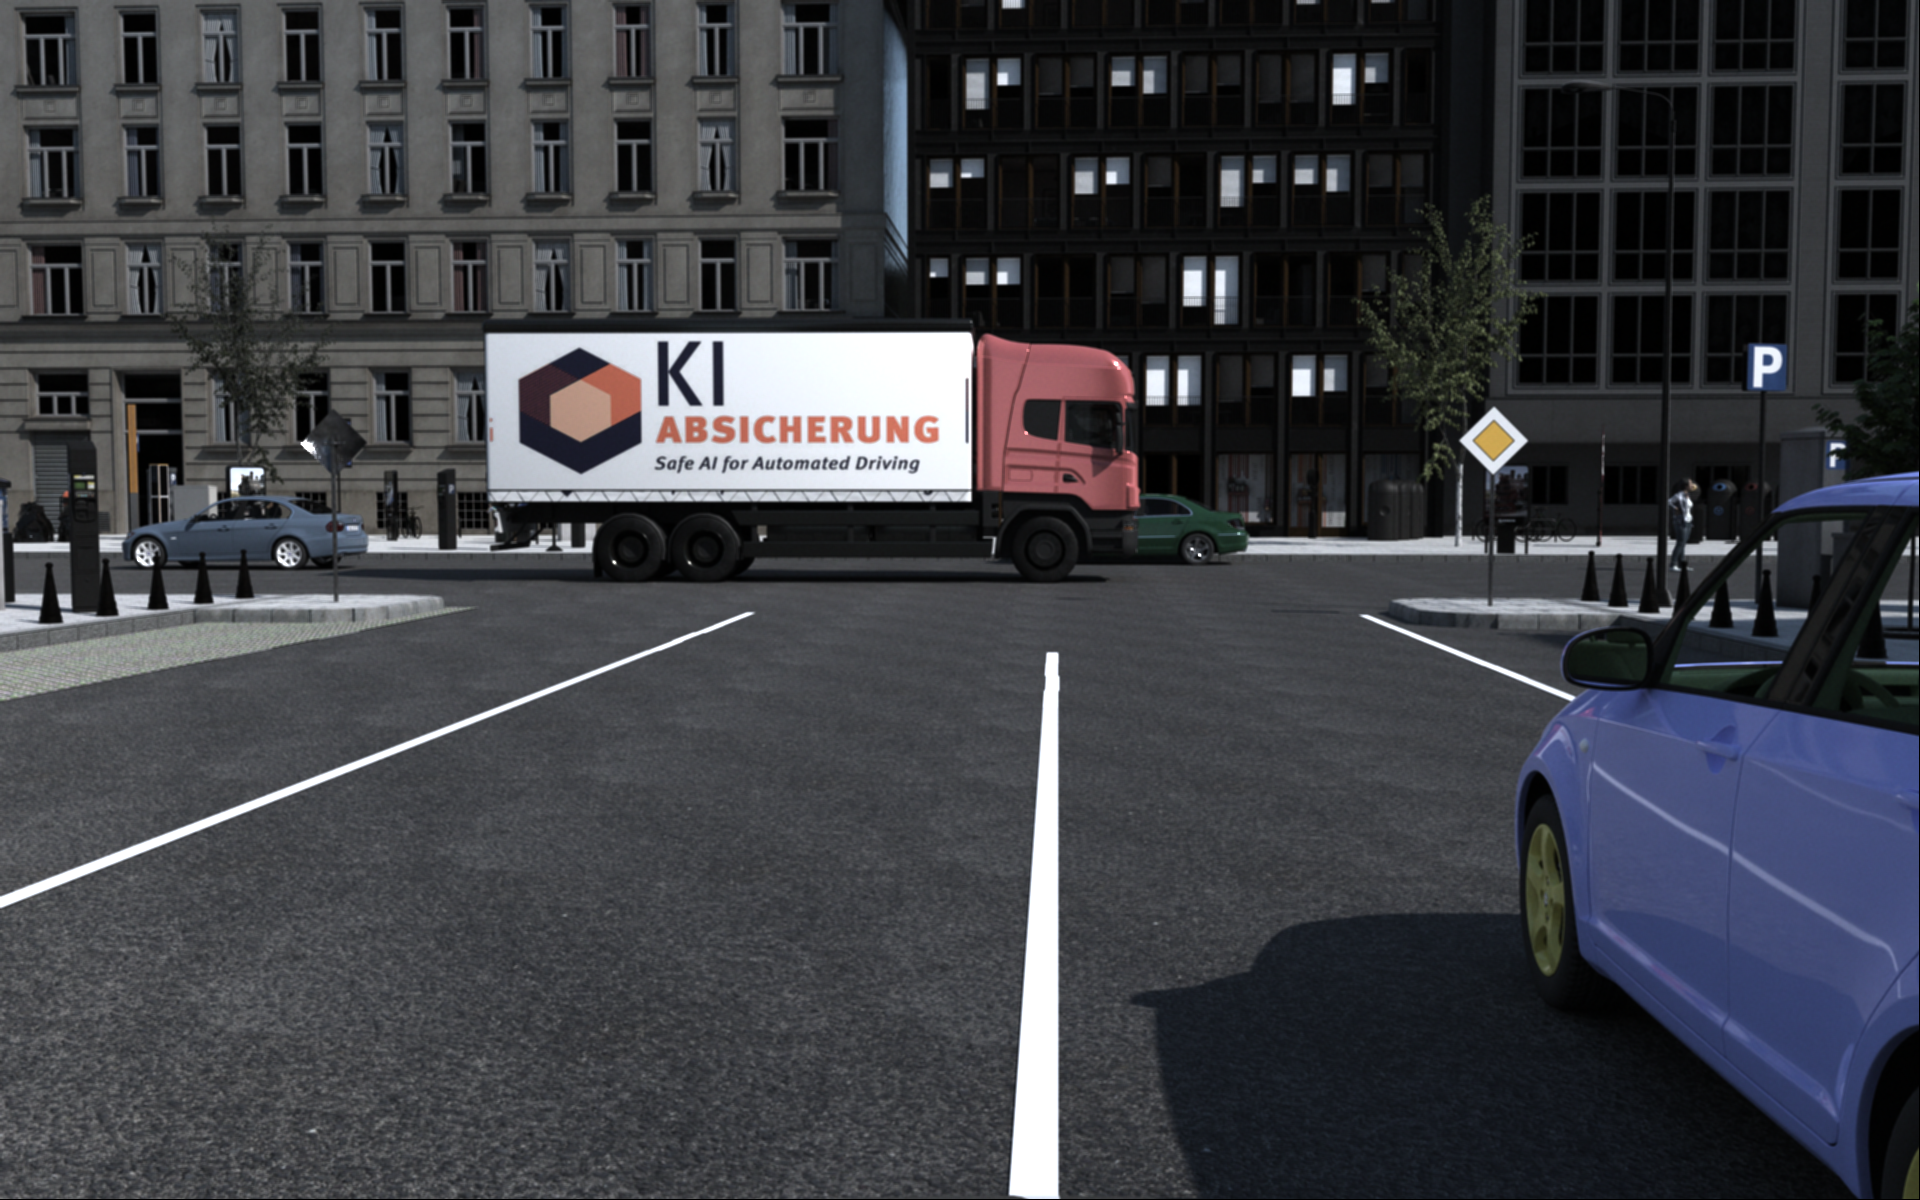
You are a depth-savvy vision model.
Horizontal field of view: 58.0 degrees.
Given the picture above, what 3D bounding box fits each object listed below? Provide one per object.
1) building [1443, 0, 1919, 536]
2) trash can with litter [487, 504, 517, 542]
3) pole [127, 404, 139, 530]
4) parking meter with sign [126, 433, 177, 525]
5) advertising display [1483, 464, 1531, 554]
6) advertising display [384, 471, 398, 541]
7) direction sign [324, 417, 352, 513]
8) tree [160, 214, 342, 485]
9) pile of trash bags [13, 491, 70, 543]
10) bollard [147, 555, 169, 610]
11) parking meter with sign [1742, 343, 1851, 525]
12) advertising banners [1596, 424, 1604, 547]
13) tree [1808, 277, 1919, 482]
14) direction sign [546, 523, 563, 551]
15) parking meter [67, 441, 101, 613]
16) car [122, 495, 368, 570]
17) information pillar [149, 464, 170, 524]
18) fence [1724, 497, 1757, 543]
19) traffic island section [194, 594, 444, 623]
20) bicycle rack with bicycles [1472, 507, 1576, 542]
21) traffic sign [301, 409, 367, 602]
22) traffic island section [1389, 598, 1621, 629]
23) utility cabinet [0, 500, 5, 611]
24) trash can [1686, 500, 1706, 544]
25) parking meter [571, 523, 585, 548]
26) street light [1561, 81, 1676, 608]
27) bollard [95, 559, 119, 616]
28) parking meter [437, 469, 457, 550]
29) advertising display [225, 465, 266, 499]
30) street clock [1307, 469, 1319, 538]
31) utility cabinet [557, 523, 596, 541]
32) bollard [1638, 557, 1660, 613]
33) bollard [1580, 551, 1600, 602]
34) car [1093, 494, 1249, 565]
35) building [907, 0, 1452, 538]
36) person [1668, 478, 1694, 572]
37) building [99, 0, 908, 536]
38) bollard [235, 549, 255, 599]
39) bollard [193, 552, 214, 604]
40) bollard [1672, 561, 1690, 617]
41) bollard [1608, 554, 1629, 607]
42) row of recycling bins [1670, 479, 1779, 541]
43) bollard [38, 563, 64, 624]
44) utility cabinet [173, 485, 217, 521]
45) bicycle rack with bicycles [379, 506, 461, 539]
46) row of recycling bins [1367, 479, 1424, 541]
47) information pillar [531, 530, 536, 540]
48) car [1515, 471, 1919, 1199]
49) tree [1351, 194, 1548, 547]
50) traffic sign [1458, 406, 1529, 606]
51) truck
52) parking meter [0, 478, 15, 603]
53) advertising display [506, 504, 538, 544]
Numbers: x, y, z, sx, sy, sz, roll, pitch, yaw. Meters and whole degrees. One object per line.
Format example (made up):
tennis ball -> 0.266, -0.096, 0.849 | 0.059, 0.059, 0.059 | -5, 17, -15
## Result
building -> 26.749, -16.108, 56.877 | 24.014, 27.812, 14.314 | 0, 4, 3
trash can with litter -> -12.051, -2.116, 45.978 | 0.624, 1.170, 1.055 | 1, 4, 12
pole -> -18.855, -2.794, 39.518 | 0.158, 3.312, 0.155 | 0, 3, 0
parking meter with sign -> -22.737, -3.247, 49.354 | 1.738, 3.016, 0.543 | 0, 4, 3
advertising display -> 11.734, -1.954, 37.165 | 0.974, 1.923, 0.123 | 2, 4, 31
advertising display -> -15.704, -2.607, 47.837 | 0.123, 1.923, 0.974 | -2, 4, -32
direction sign -> -18.468, -3.639, 51.490 | 0.379, 3.537, 0.876 | 3, 4, 37
tree -> -19.101, -5.884, 46.564 | 4.360, 8.622, 3.978 | 0, 3, 0
pile of trash bags -> -24.505, -2.285, 47.106 | 1.912, 1.369, 3.447 | -1, 4, -16
bollard -> -8.935, -0.198, 19.280 | 0.229, 0.601, 0.229 | 0, 3, 0
parking meter with sign -> 9.553, -1.414, 19.375 | 0.543, 3.016, 1.738 | -1, 4, -15
advertising banners -> 15.793, -2.843, 42.675 | 0.090, 3.025, 2.074 | 1, 4, 23
tree -> 8.489, -1.285, 15.619 | 1.663, 3.219, 1.824 | 0, 3, 0
direction sign -> -9.109, -2.861, 38.776 | 0.379, 3.537, 0.876 | -1, 4, -14
parking meter -> -9.513, -0.801, 18.808 | 0.255, 1.863, 0.399 | -2, 4, -33
car -> -13.795, -1.311, 33.432 | 4.499, 1.417, 2.014 | 0, 4, 4
information pillar -> -19.682, -2.331, 42.604 | 0.304, 2.012, 0.304 | 1, 4, 22
fence -> 20.787, -2.026, 44.336 | 0.480, 1.192, 2.264 | -3, 4, -36
traffic island section -> -7.435, 0.104, 20.586 | 2.009, 0.180, 2.903 | 0, 4, 3
bicycle rack with bicycles -> 15.279, -2.066, 47.155 | 2.925, 0.926, 2.852 | 0, 4, 4
traffic sign -> -7.411, -1.032, 20.523 | 0.795, 2.450, 0.064 | 0, 4, 3
traffic island section -> 6.084, 0.151, 19.820 | 2.009, 0.180, 2.903 | 0, 4, 3
utility cabinet -> -11.031, -0.491, 19.195 | 1.020, 1.237, 0.306 | 2, 4, 30
trash can -> 18.851, -2.020, 44.688 | 0.748, 1.137, 0.748 | 0, 3, 0
parking meter -> -9.163, -2.191, 41.535 | 0.255, 1.863, 0.399 | 0, 4, 3
street light -> 7.457, -2.879, 19.616 | 1.470, 5.913, 1.316 | 0, 4, 3
bollard -> -8.991, -0.135, 18.243 | 0.229, 0.601, 0.229 | 0, 3, 0
parking meter -> -11.809, -2.088, 39.854 | 0.255, 1.863, 0.399 | 1, 4, 21
advertising display -> -16.198, -2.086, 39.327 | 0.123, 1.923, 0.974 | 2, 4, 30
street clock -> 10.217, -2.789, 50.170 | 0.358, 2.002, 0.471 | 2, 4, 30
utility cabinet -> -10.488, -2.215, 47.373 | 1.020, 1.237, 0.306 | -2, 4, -34
bollard -> 7.450, -0.163, 18.712 | 0.229, 0.601, 0.229 | 0, 3, 0
bollard -> 7.565, -0.289, 20.764 | 0.229, 0.601, 0.229 | 0, 3, 0
car -> 3.481, -1.465, 35.759 | 4.920, 1.459, 2.131 | 0, 4, 4
building -> 6.681, -13.896, 56.880 | 15.834, 23.373, 12.332 | 0, 4, 3
person -> 13.395, -1.403, 32.167 | 0.841, 1.734, 0.376 | -3, 5, -43
building -> -16.092, -13.909, 60.692 | 30.059, 22.955, 16.112 | 0, 4, 3
bollard -> -8.819, -0.324, 21.334 | 0.229, 0.601, 0.229 | 0, 3, 0
bollard -> -8.875, -0.261, 20.305 | 0.229, 0.601, 0.229 | 0, 3, 0
bollard -> 7.390, -0.101, 17.687 | 0.229, 0.601, 0.229 | 0, 3, 0
bollard -> 7.506, -0.226, 19.737 | 0.229, 0.601, 0.229 | 0, 3, 0
row of recycling bins -> 21.541, -2.501, 48.009 | 3.534, 1.692, 1.069 | 3, 4, 36
bollard -> -9.044, -0.072, 17.213 | 0.229, 0.601, 0.229 | 0, 3, 0
utility cabinet -> -19.409, -2.161, 44.016 | 1.173, 1.500, 0.318 | 1, 4, 22
bicycle rack with bicycles -> -15.782, -2.300, 50.983 | 2.852, 0.926, 2.925 | -1, 4, -16
row of recycling bins -> 12.363, -2.556, 48.895 | 1.069, 1.692, 3.534 | 2, 4, 29
information pillar -> -11.874, -2.657, 47.933 | 0.304, 2.012, 0.304 | 0, 3, 0
car -> 2.374, 0.361, 3.684 | 1.945, 1.707, 3.694 | 0, 4, 4
tree -> 11.981, -5.618, 42.225 | 4.737, 8.622, 4.395 | 0, 3, 0
traffic sign -> 6.060, -0.985, 19.744 | 0.795, 2.450, 0.064 | 0, 4, 3
truck -> -2.022, -2.447, 28.926 | 11.283, 4.237, 2.839 | 0, 4, 1
parking meter -> -11.400, -0.737, 20.461 | 0.372, 1.533, 0.369 | 0, 3, 0
advertising display -> -11.175, -2.391, 44.301 | 0.974, 1.923, 0.123 | 1, 4, 23
